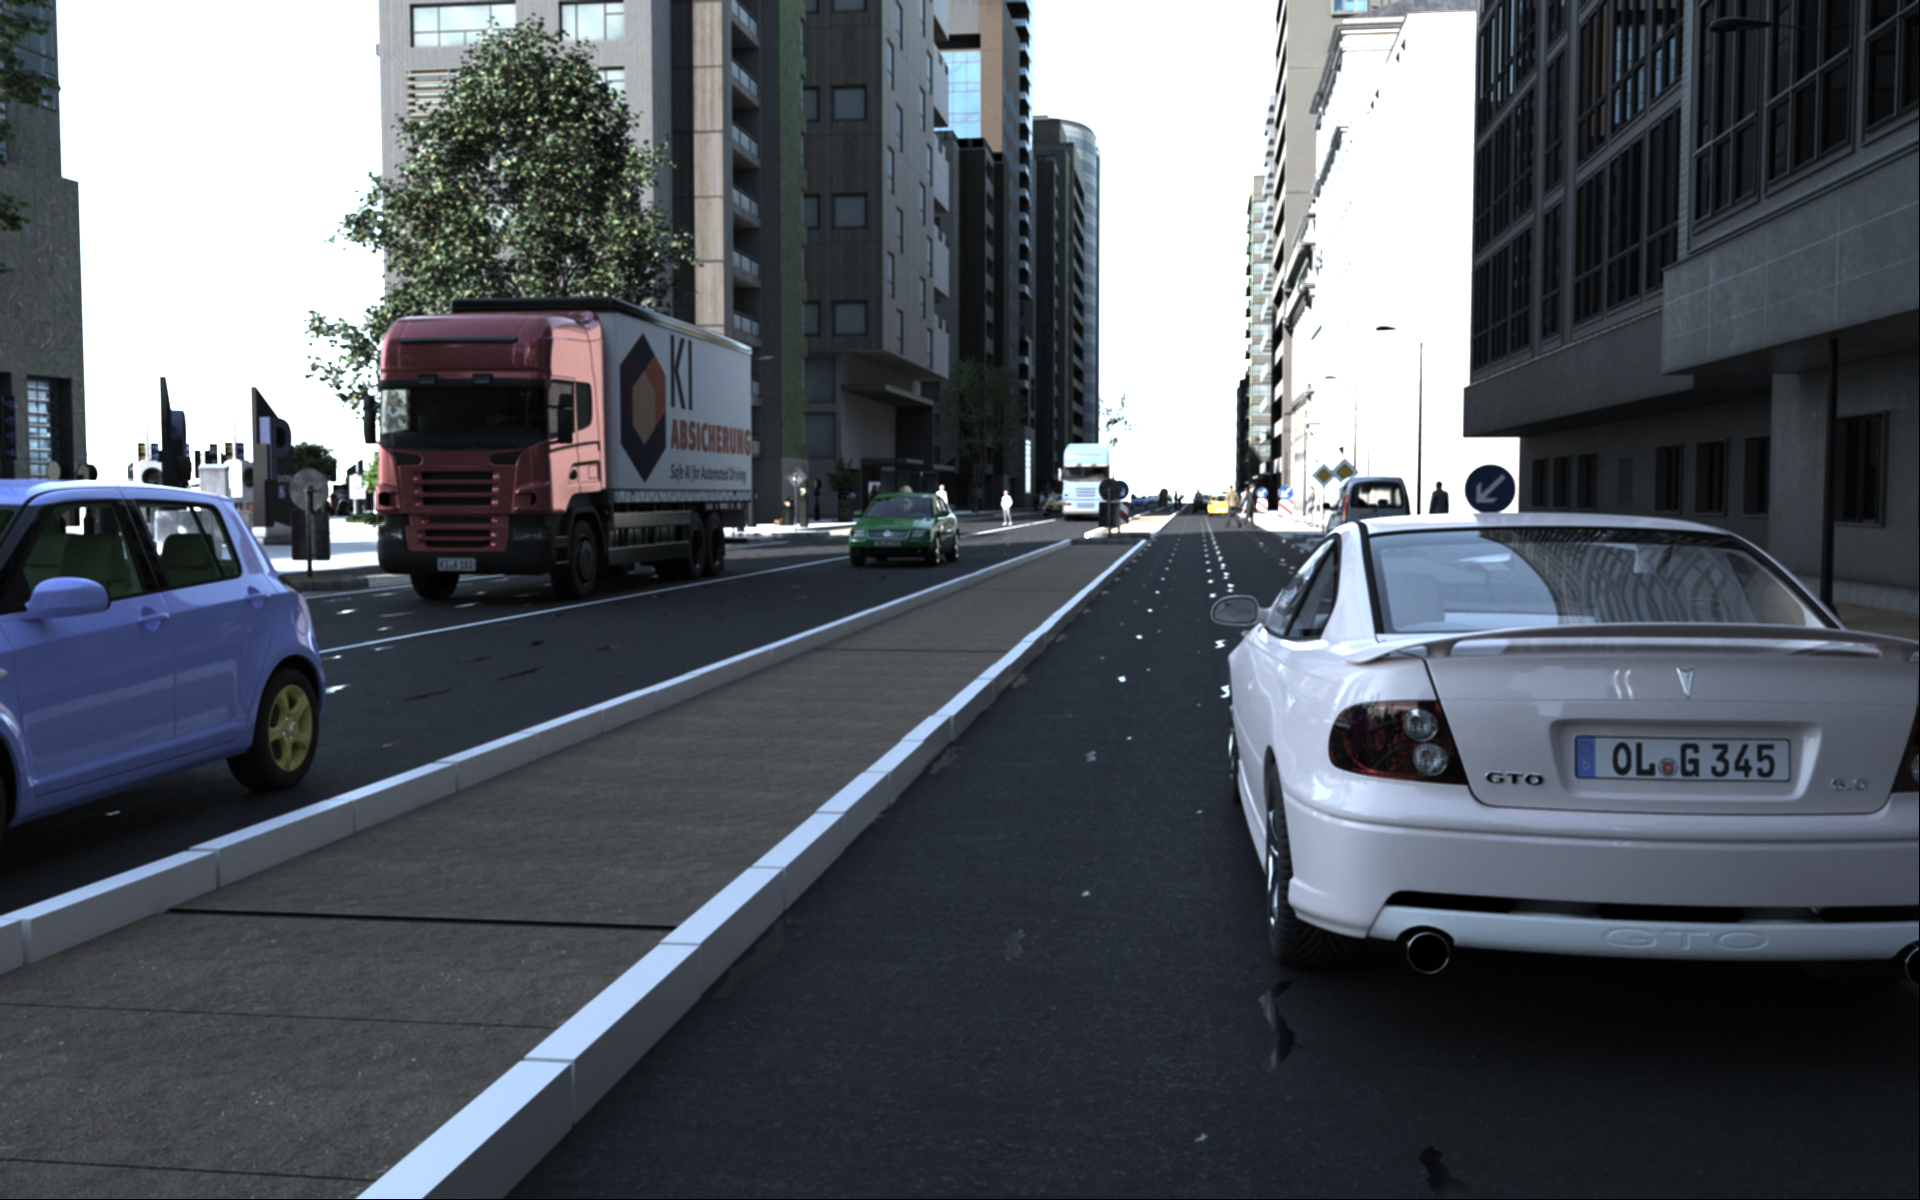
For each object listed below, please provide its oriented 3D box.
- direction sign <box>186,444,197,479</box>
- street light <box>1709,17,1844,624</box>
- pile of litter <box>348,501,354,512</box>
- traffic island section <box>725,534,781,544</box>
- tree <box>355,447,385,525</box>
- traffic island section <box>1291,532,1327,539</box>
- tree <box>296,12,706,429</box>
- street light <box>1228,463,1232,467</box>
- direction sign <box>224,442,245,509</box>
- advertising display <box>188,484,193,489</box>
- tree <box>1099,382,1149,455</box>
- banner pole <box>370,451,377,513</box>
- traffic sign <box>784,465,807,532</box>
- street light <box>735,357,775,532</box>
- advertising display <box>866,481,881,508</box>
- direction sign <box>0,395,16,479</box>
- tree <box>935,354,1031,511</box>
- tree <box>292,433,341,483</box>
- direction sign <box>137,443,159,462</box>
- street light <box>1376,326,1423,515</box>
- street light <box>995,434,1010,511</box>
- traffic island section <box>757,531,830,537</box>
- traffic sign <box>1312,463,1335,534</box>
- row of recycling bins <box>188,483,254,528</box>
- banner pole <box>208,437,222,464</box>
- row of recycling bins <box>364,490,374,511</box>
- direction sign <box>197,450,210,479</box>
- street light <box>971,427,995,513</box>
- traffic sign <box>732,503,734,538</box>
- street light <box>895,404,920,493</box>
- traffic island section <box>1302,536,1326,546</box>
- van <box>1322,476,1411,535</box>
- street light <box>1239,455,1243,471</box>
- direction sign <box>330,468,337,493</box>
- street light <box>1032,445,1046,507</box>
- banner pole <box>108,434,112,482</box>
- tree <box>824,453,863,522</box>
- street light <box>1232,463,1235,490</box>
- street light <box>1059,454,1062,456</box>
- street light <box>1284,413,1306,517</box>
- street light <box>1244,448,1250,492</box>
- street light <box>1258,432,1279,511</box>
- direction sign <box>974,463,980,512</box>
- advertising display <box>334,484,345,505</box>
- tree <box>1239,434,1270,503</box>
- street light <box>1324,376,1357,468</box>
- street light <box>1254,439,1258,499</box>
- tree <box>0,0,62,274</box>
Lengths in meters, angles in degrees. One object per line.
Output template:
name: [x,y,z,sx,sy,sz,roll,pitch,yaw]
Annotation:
direction sign: [-34.893,-5.243,77.713,0.876,3.537,0.379,1,4,14]
street light: [8.004,-2.718,16.985,1.470,5.913,1.316,0,4,8]
pile of litter: [-44.728,-6.888,126.584,1.719,0.858,1.176,1,4,16]
traffic island section: [-6.671,-1.746,50.834,2.009,0.180,2.903,0,4,8]
tree: [-23.877,-4.670,70.962,1.663,3.219,1.824,0,3,0]
traffic island section: [11.842,-2.084,56.361,2.009,0.180,2.903,0,4,8]
tree: [-10.500,-7.639,41.901,9.611,12.733,9.660,0,3,0]
street light: [40.873,-17.394,256.932,1.470,5.913,1.316,0,4,8]
direction sign: [-31.656,-5.118,75.672,0.379,3.537,0.876,3,5,42]
advertising display: [-49.295,-6.490,111.328,0.974,1.923,0.123,3,4,37]
tree: [25.311,-26.589,290.618,12.611,20.169,13.585,0,3,0]
banner pole: [-29.730,-6.031,88.630,0.863,3.779,0.401,2,4,34]
traffic sign: [-5.562,-3.366,58.681,0.795,2.450,0.064,0,4,8]
street light: [-6.932,-5.269,58.685,1.470,5.913,1.316,0,4,8]
advertising display: [-4.174,-4.806,83.796,0.123,1.923,0.974,3,5,39]
direction sign: [-21.854,-2.907,39.520,0.379,3.537,0.876,1,4,11]
tree: [1.691,-12.477,129.759,9.928,11.665,9.643,0,3,0]
tree: [-34.979,-6.680,92.928,4.285,4.588,4.351,0,3,0]
direction sign: [-35.741,-5.159,76.345,0.876,3.537,0.379,-3,4,-37]
street light: [12.188,-4.614,47.984,1.470,5.913,1.316,0,4,8]
street light: [3.381,-9.915,134.655,1.470,5.913,1.316,0,4,8]
traffic island section: [-5.586,-2.230,58.746,2.009,0.180,2.903,0,4,8]
traffic sign: [11.818,-3.220,56.287,0.795,2.450,0.064,0,4,8]
row of recycling bins: [-27.608,-3.610,66.133,3.534,1.692,1.069,-3,5,-40]
banner pole: [-32.436,-5.237,75.648,0.401,3.779,0.863,2,4,26]
row of recycling bins: [-45.742,-7.810,134.812,1.069,1.692,3.534,1,4,13]
direction sign: [-38.986,-5.948,89.252,0.379,3.537,0.876,3,5,40]
street light: [1.478,-9.039,120.333,1.470,5.913,1.316,0,4,8]
traffic sign: [-6.646,-2.882,50.769,0.795,2.450,0.064,0,4,8]
street light: [-2.771,-7.154,89.515,1.470,5.913,1.316,0,4,8]
traffic island section: [10.758,-1.601,48.450,2.009,0.180,2.903,0,4,8]
van: [9.617,-2.070,40.852,2.013,2.044,4.112,0,4,7]
street light: [33.865,-14.301,206.357,1.470,5.913,1.316,0,4,8]
direction sign: [-39.879,-7.234,110.265,0.379,3.537,0.876,0,4,7]
street light: [7.524,-11.801,165.487,1.470,5.913,1.316,0,4,8]
banner pole: [-35.523,-5.043,72.471,0.401,3.779,0.863,-2,4,-24]
tree: [-5.621,-5.301,81.280,1.663,3.219,1.824,0,3,0]
street light: [36.613,-15.509,226.115,1.470,5.913,1.316,0,4,8]
street light: [11.780,-13.703,196.585,1.470,5.913,1.316,0,4,8]
street light: [19.177,-7.732,98.953,1.470,5.913,1.316,0,4,8]
street light: [29.674,-12.415,175.531,1.470,5.913,1.316,0,4,8]
street light: [23.320,-9.617,129.785,1.470,5.913,1.316,0,4,8]
direction sign: [1.211,-8.139,125.069,0.379,3.537,0.876,-2,4,-33]
advertising display: [-41.862,-6.824,116.793,0.123,1.923,0.974,2,4,30]
tree: [36.420,-16.139,214.231,4.360,8.622,3.978,0,3,0]
street light: [14.995,-5.846,68.126,1.470,5.913,1.316,0,4,8]
street light: [25.403,-10.531,144.716,1.470,5.913,1.316,0,4,8]
tree: [-13.659,-6.108,17.999,7.486,12.596,7.792,0,3,0]
